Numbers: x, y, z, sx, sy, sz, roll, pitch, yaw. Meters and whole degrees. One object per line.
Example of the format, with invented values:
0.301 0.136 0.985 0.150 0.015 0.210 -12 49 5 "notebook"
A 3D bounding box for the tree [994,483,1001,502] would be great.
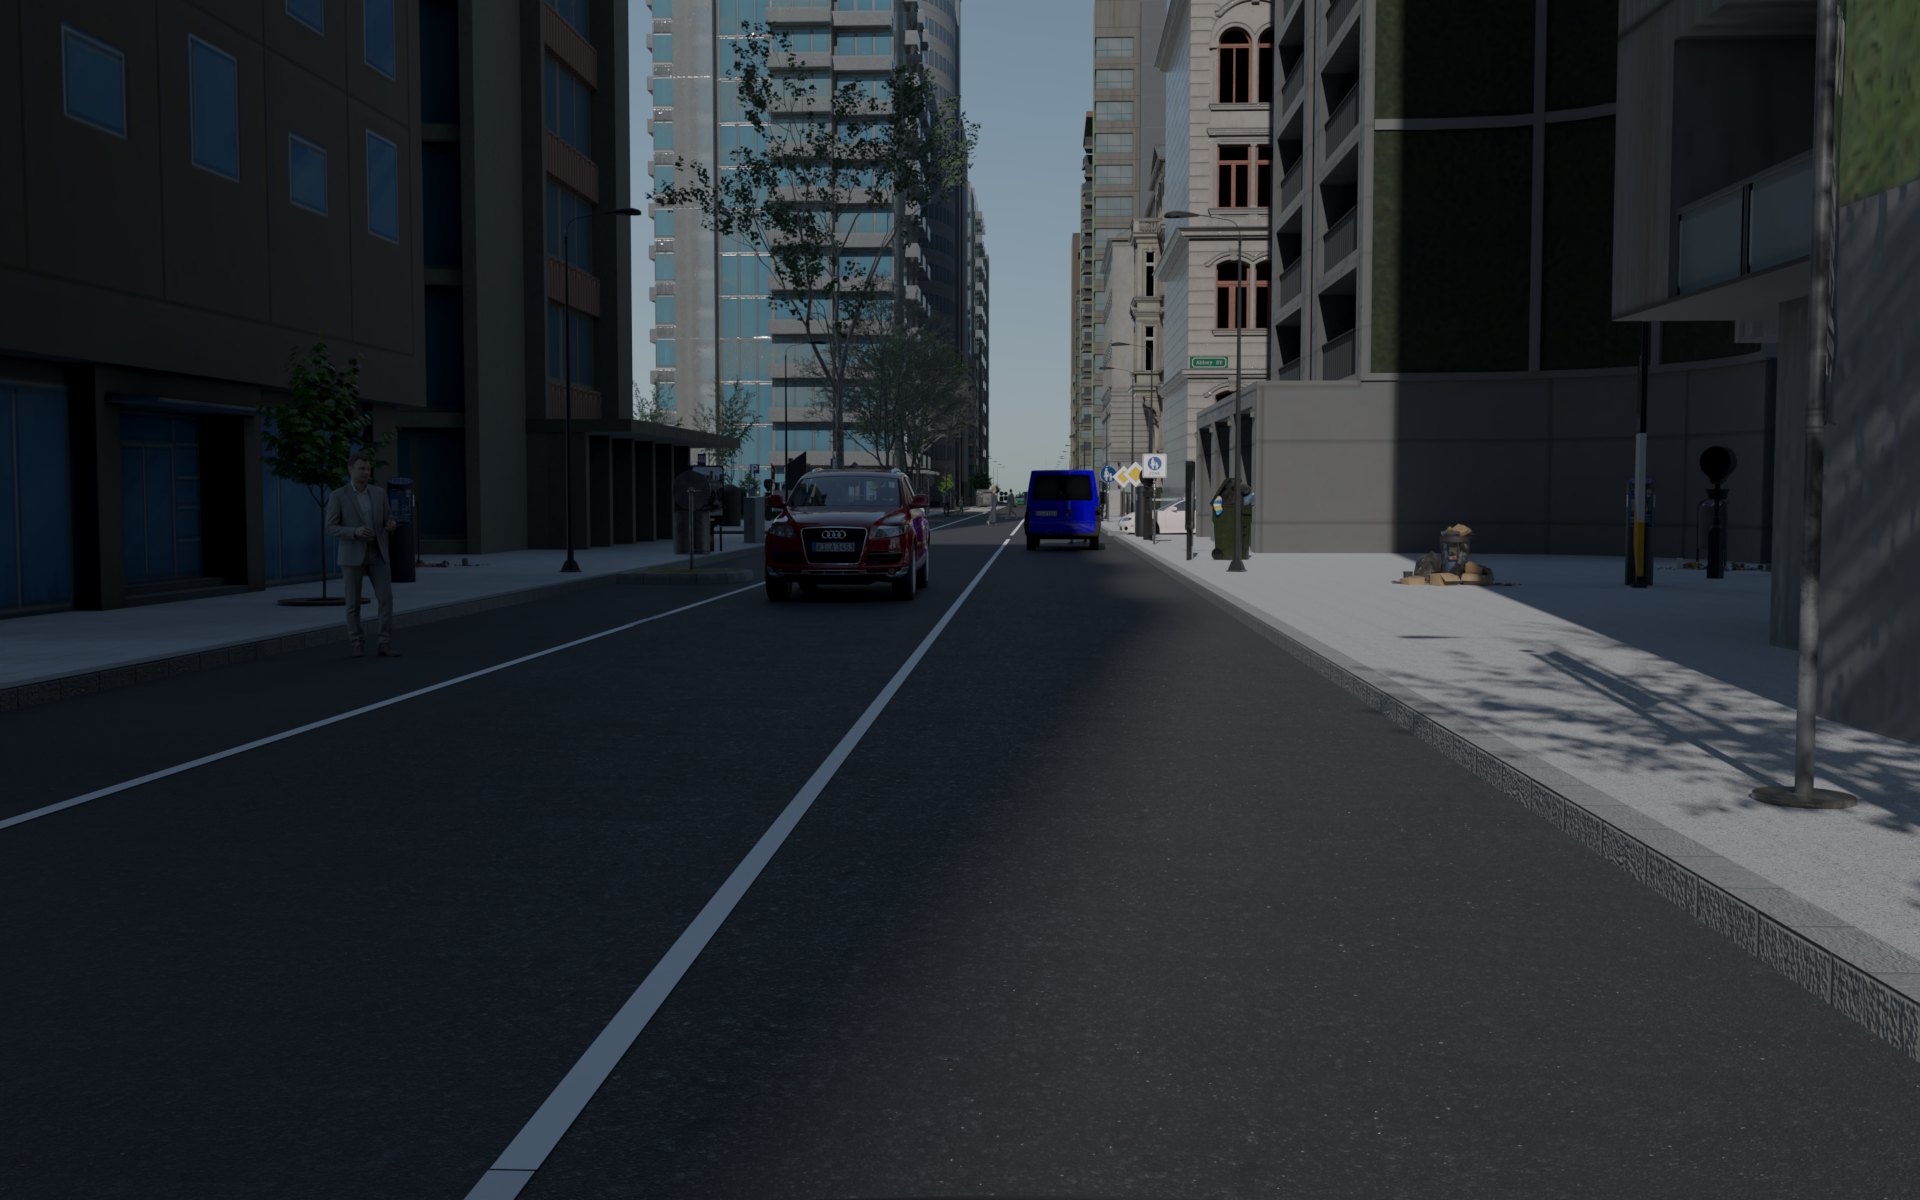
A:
6.182 -18.481 296.769 1.663 3.219 1.824 0 3 0 "tree"

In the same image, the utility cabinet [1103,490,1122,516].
8.575 -5.489 98.423 1.173 1.500 0.318 1 4 23 "utility cabinet"

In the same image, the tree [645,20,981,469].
-6.393 -13.175 71.302 12.611 20.169 13.585 0 3 0 "tree"

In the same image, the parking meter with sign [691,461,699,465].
-13.567 -5.919 93.029 0.543 3.016 1.738 3 5 42 "parking meter with sign"

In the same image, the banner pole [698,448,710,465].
-13.879 -6.376 94.270 0.863 3.779 0.401 -1 4 -18 "banner pole"

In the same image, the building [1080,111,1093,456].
24.855 -33.089 195.622 22.147 44.769 28.867 0 4 3 "building"

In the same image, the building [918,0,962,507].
-11.082 -39.086 181.053 21.231 58.520 28.212 0 4 3 "building"

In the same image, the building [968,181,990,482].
-7.437 -39.471 264.964 23.786 49.044 30.456 0 4 3 "building"

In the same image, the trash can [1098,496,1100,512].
9.348 -6.340 115.319 0.748 1.137 0.748 0 3 0 "trash can"

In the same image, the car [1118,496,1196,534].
7.675 -2.772 57.684 4.827 1.381 2.083 0 4 3 "car"

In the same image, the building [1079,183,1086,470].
22.902 -33.400 229.689 14.154 41.232 14.086 0 4 3 "building"

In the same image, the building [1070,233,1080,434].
25.374 -38.956 287.033 14.600 45.320 14.200 0 4 3 "building"

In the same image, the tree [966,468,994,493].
2.449 -14.082 213.946 4.285 4.588 4.351 0 3 0 "tree"

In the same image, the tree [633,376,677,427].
-19.223 -9.602 107.361 4.737 8.622 4.395 0 3 0 "tree"

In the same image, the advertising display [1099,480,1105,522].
6.655 -4.656 81.340 0.123 1.923 0.974 0 4 -4 "advertising display"

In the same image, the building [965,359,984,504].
-11.044 -23.932 236.321 27.650 21.520 28.899 0 4 3 "building"

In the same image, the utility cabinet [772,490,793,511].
-10.568 -5.781 103.190 1.173 1.500 0.318 -1 4 -13 "utility cabinet"

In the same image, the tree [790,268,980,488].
-4.099 -11.299 95.100 12.009 13.543 11.850 0 3 0 "tree"

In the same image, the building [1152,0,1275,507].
19.506 -17.123 67.346 23.554 28.519 14.401 0 4 3 "building"

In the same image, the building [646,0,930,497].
-14.228 -32.573 152.181 23.786 49.044 30.456 0 4 3 "building"

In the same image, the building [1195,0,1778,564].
16.815 -36.770 39.441 20.563 71.187 20.611 0 4 3 "building"

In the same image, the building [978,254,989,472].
-2.370 -36.939 287.542 14.154 41.232 14.086 0 4 3 "building"

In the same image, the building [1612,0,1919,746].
12.033 -19.978 10.231 14.154 41.232 14.086 0 4 3 "building"

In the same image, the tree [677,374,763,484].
-14.207 -9.495 105.599 4.737 8.622 4.395 0 3 0 "tree"

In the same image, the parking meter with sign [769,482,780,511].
-12.009 -7.063 111.747 1.738 3.016 0.543 -1 4 -20 "parking meter with sign"

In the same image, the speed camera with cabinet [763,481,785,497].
-12.796 -7.787 121.653 2.038 3.252 0.660 1 4 19 "speed camera with cabinet"

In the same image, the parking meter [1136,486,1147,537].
5.465 -2.663 51.947 0.372 1.533 0.369 0 3 0 "parking meter"

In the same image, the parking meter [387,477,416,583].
-8.102 -1.022 25.121 0.372 1.533 0.369 0 3 0 "parking meter"

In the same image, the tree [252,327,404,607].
-7.324 -1.568 20.233 1.663 3.219 1.824 0 3 0 "tree"

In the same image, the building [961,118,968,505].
-6.301 -33.798 202.703 14.600 45.320 14.200 0 4 3 "building"

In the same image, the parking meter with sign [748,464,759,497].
-12.007 -6.351 100.098 0.543 3.016 1.738 0 4 4 "parking meter with sign"

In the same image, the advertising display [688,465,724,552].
-5.633 -2.035 38.488 0.123 1.923 0.974 3 4 39 "advertising display"

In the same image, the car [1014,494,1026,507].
6.696 -10.762 187.751 2.131 1.459 4.920 0 4 4 "car"

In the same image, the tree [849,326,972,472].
-3.081 -11.006 105.701 9.928 11.665 9.643 0 3 0 "tree"

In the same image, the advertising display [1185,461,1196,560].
4.498 -1.752 33.854 0.123 1.923 0.974 1 4 12 "advertising display"

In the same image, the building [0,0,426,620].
-15.977 -22.649 20.415 14.600 45.320 14.200 0 4 3 "building"

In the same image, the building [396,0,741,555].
-21.758 -23.735 42.694 28.867 44.769 22.147 0 4 3 "building"

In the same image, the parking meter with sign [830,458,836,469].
-5.709 -5.365 83.983 0.543 3.016 1.738 -2 4 -25 "parking meter with sign"

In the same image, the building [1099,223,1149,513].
15.312 -16.935 126.042 9.793 20.994 18.267 0 4 3 "building"

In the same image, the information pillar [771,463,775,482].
-14.058 -8.487 130.116 0.183 3.616 0.504 2 4 24 "information pillar"

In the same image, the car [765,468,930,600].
-1.550 -1.010 25.190 2.281 1.827 5.304 0 4 2 "car"

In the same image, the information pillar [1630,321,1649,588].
9.340 -1.982 23.757 0.183 3.616 0.504 1 4 15 "information pillar"

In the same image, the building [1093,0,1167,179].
18.143 -28.289 146.127 14.154 41.232 14.086 0 4 3 "building"

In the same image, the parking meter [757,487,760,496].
-16.003 -8.027 136.950 0.399 1.863 0.255 0 4 -4 "parking meter"

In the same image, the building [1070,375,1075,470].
30.951 -25.715 265.476 27.650 21.520 28.899 0 4 3 "building"

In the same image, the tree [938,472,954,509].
-0.944 -9.571 151.082 1.663 3.219 1.824 0 3 0 "tree"

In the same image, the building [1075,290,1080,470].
23.250 -28.892 244.087 14.160 30.474 14.107 0 4 3 "building"

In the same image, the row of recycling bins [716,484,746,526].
-10.425 -3.762 68.619 3.534 1.692 1.069 -1 4 -23 "row of recycling bins"

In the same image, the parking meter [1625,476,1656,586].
9.563 -0.975 24.353 0.372 1.533 0.369 0 3 0 "parking meter"

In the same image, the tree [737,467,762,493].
-15.135 -7.894 123.664 1.663 3.219 1.824 0 3 0 "tree"

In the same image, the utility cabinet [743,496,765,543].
-5.433 -2.110 45.664 0.306 1.237 1.020 -2 4 -23 "utility cabinet"

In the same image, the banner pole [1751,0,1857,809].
3.653 -1.058 7.318 0.401 3.779 0.863 2 4 33 "banner pole"

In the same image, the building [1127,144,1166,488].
16.946 -17.126 99.089 14.460 24.649 34.723 0 4 3 "building"
